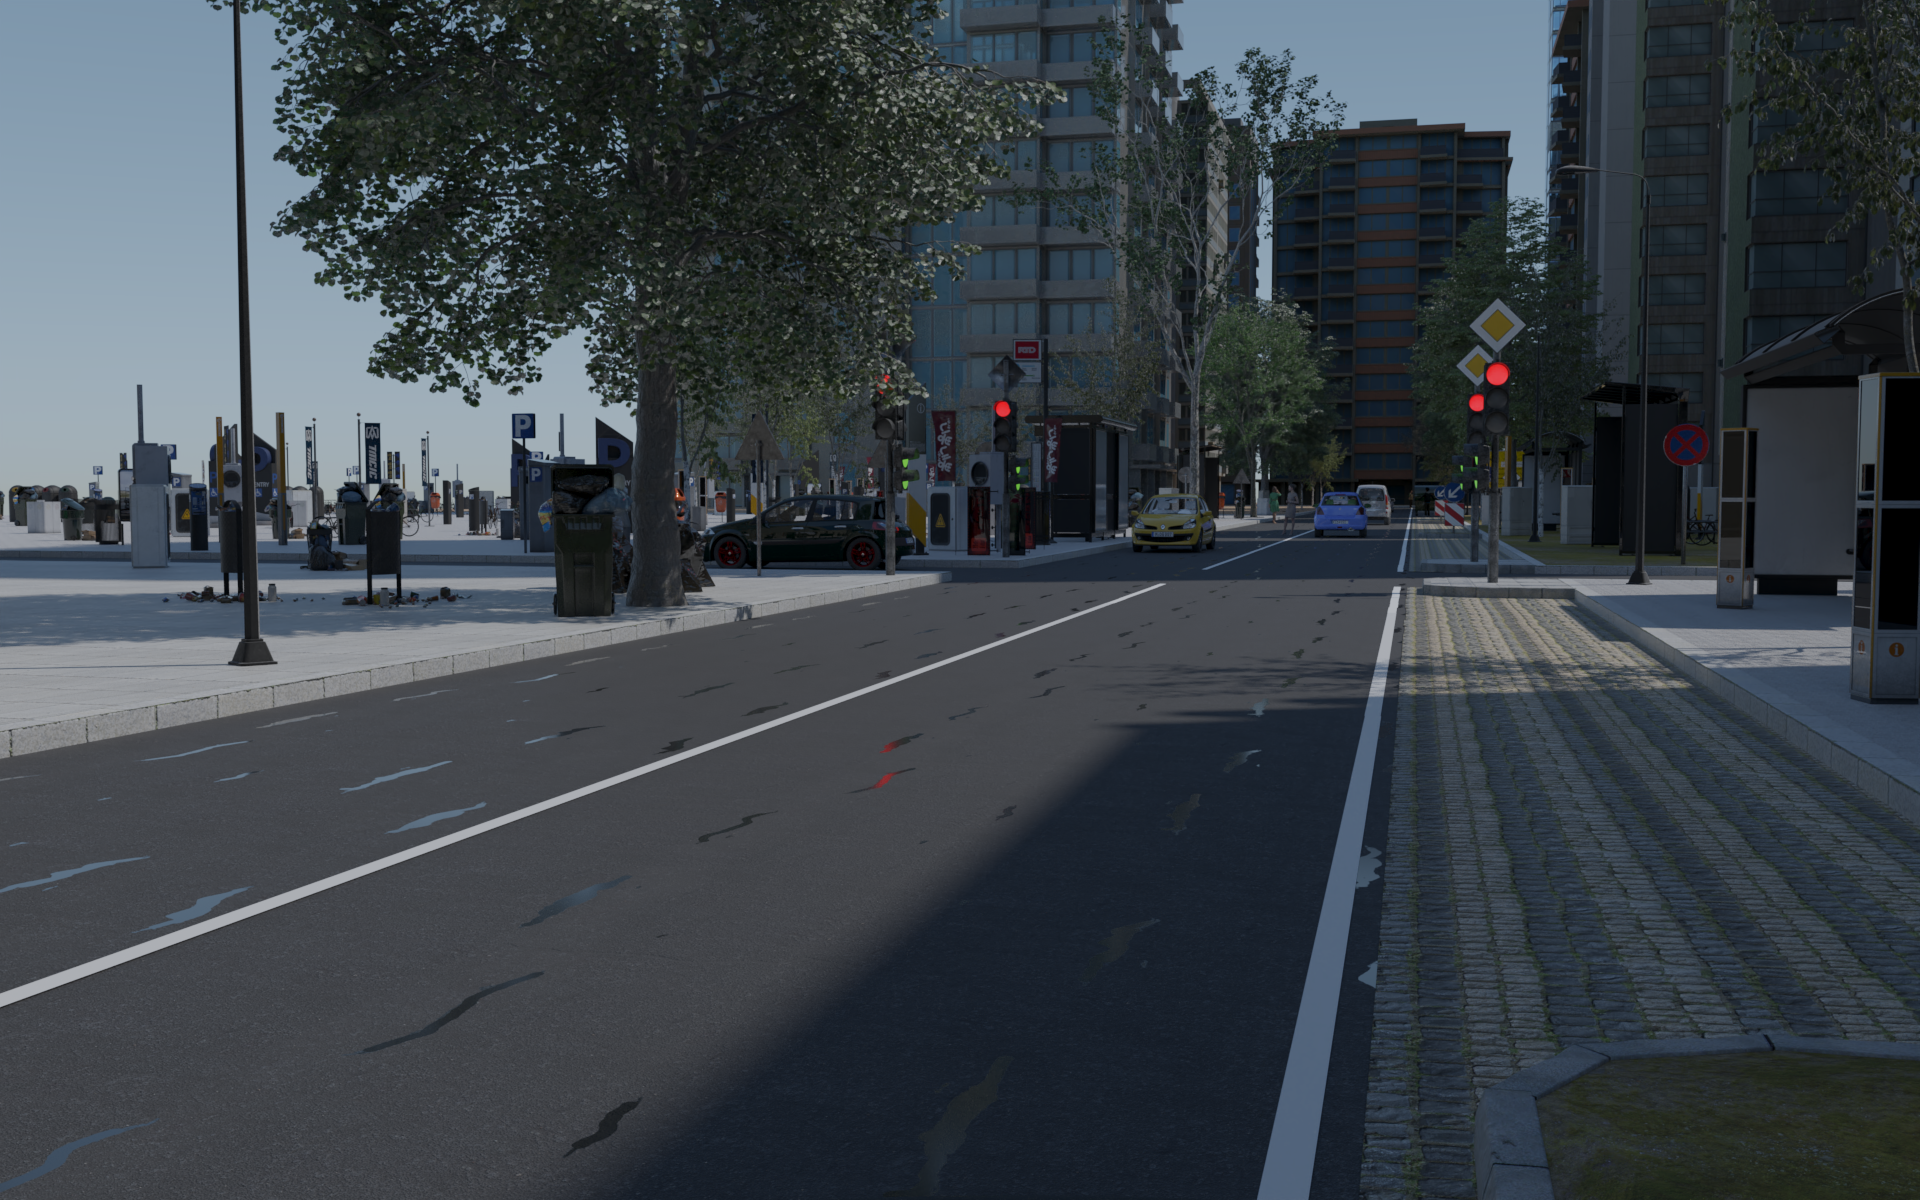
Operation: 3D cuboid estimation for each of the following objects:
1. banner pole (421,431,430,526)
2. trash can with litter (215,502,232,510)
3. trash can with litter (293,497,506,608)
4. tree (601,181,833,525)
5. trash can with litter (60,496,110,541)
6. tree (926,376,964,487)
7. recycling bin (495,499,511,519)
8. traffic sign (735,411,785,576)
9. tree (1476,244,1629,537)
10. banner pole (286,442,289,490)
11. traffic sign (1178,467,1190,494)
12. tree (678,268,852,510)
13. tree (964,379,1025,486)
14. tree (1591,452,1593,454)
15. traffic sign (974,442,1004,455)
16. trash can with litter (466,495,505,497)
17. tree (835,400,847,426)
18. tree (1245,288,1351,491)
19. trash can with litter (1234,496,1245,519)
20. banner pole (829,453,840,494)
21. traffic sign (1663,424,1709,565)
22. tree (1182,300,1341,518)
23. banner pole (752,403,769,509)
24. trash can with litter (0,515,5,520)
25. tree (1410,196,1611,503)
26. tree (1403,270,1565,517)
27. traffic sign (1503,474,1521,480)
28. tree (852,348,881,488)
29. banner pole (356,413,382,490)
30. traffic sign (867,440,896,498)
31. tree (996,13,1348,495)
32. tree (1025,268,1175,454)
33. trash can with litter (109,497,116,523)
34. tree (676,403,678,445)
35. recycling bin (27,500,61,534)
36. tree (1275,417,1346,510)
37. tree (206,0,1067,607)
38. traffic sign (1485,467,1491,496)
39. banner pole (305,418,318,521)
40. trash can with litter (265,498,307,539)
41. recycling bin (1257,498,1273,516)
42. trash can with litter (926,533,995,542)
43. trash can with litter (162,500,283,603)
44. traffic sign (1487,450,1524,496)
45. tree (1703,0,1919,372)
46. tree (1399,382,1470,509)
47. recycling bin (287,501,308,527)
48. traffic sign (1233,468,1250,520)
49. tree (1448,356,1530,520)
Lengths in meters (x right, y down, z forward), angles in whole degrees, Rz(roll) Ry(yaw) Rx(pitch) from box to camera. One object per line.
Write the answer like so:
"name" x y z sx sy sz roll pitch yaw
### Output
"banner pole" -21.081 -4.793 68.385 0.401 3.779 0.863 0 4 7
"trash can with litter" -22.362 -2.574 53.478 1.055 1.170 0.624 -3 5 -45
"trash can with litter" -6.500 -0.584 20.599 1.678 1.210 2.233 1 4 22
"tree" -5.936 -5.420 38.972 4.737 8.622 4.395 0 3 0
"trash can with litter" -24.190 -2.221 47.694 1.055 1.170 0.624 0 4 5
"tree" -0.169 -9.680 108.635 4.360 8.622 3.978 0 3 0
"recycling bin" -23.605 -4.721 89.746 0.722 1.027 0.722 1 4 14
"traffic sign" -3.140 -1.652 27.018 0.884 2.594 0.081 2 4 23
"tree" 17.636 -6.192 51.596 4.360 8.622 3.978 0 3 0
"banner pole" -32.646 -5.732 83.739 0.401 3.779 0.863 1 4 19
"traffic sign" 10.541 -4.937 80.828 0.768 2.556 0.104 1 4 15
"tree" -6.213 -6.443 55.700 4.360 8.622 3.978 0 3 0
"tree" 3.038 -9.072 98.688 4.360 8.622 3.978 0 3 0
"tree" 29.508 -5.652 76.118 4.285 4.588 4.351 0 3 0
"traffic sign" 0.694 -2.564 42.029 0.768 2.556 0.104 1 4 18
"trash can with litter" -14.848 -2.629 54.035 1.678 1.210 2.233 -2 4 -29
"tree" -7.454 -7.848 78.673 4.737 8.622 4.395 0 3 0
"tree" 18.936 -12.227 106.566 9.857 13.997 8.962 0 3 0
"trash can with litter" 14.494 -4.829 90.347 0.624 1.170 1.055 0 4 -7
"banner pole" -6.595 -6.230 91.882 0.863 3.779 0.401 2 4 31
"traffic sign" 13.159 -1.916 31.433 0.768 2.556 0.104 1 4 22
"tree" 15.819 -10.292 94.026 9.928 11.665 9.643 0 3 0
"banner pole" -5.468 -3.532 47.765 0.401 3.779 0.863 2 4 34
"trash can with litter" -47.821 -4.540 85.612 1.055 1.170 0.624 0 4 -3
"tree" 20.981 -9.099 66.890 7.486 12.596 7.792 0 3 0
"tree" 29.661 -11.657 97.254 9.857 13.997 8.962 0 3 0
"traffic sign" 25.416 -4.811 79.853 0.795 2.450 0.064 1 4 20
"tree" -4.639 -7.151 67.274 4.360 8.622 3.978 0 3 0
"banner pole" -18.241 -3.874 53.350 0.863 3.779 0.401 -1 4 -22
"traffic sign" -1.494 -2.157 35.270 0.884 2.594 0.081 1 4 19
"tree" 8.152 -13.084 69.805 12.611 20.169 13.585 0 3 0
"tree" 5.065 -6.498 56.602 4.360 8.622 3.978 0 3 0
"trash can with litter" -37.472 -3.979 76.446 0.624 1.170 1.055 -2 4 -35
"tree" -13.043 -8.251 85.261 4.360 8.622 3.978 0 3 0
"recycling bin" -29.971 -2.698 56.668 0.722 1.027 0.722 1 4 17
"tree" 26.819 -11.380 136.430 4.737 8.622 4.395 0 3 0
"tree" -3.449 -6.911 19.653 9.857 13.997 8.962 0 3 0
"traffic sign" 23.687 -4.763 77.983 0.768 2.556 0.104 1 4 21
"banner pole" -21.157 -4.069 56.549 0.401 3.779 0.863 0 4 7
"trash can with litter" -19.179 -2.319 49.302 0.624 1.170 1.055 2 4 29
"recycling bin" 18.327 -5.596 104.053 0.722 1.027 0.722 3 5 43
"trash can with litter" 0.181 -2.158 46.345 2.233 1.210 1.678 -1 4 -23
"trash can with litter" -8.891 -0.615 21.116 1.678 1.210 2.233 -3 5 -41
"traffic sign" 25.413 -5.286 80.298 2.265 3.308 0.079 1 4 21
"tree" 8.055 -3.903 14.173 4.360 8.622 3.978 0 3 0
"tree" 50.768 -16.266 176.324 12.009 13.543 11.850 0 3 0
"recycling bin" -25.817 -3.353 67.382 0.722 1.027 0.722 -2 4 -29
"traffic sign" 14.117 -5.314 86.889 0.884 2.594 0.081 1 4 16
"tree" 26.293 -8.342 86.754 4.737 8.622 4.395 0 3 0
